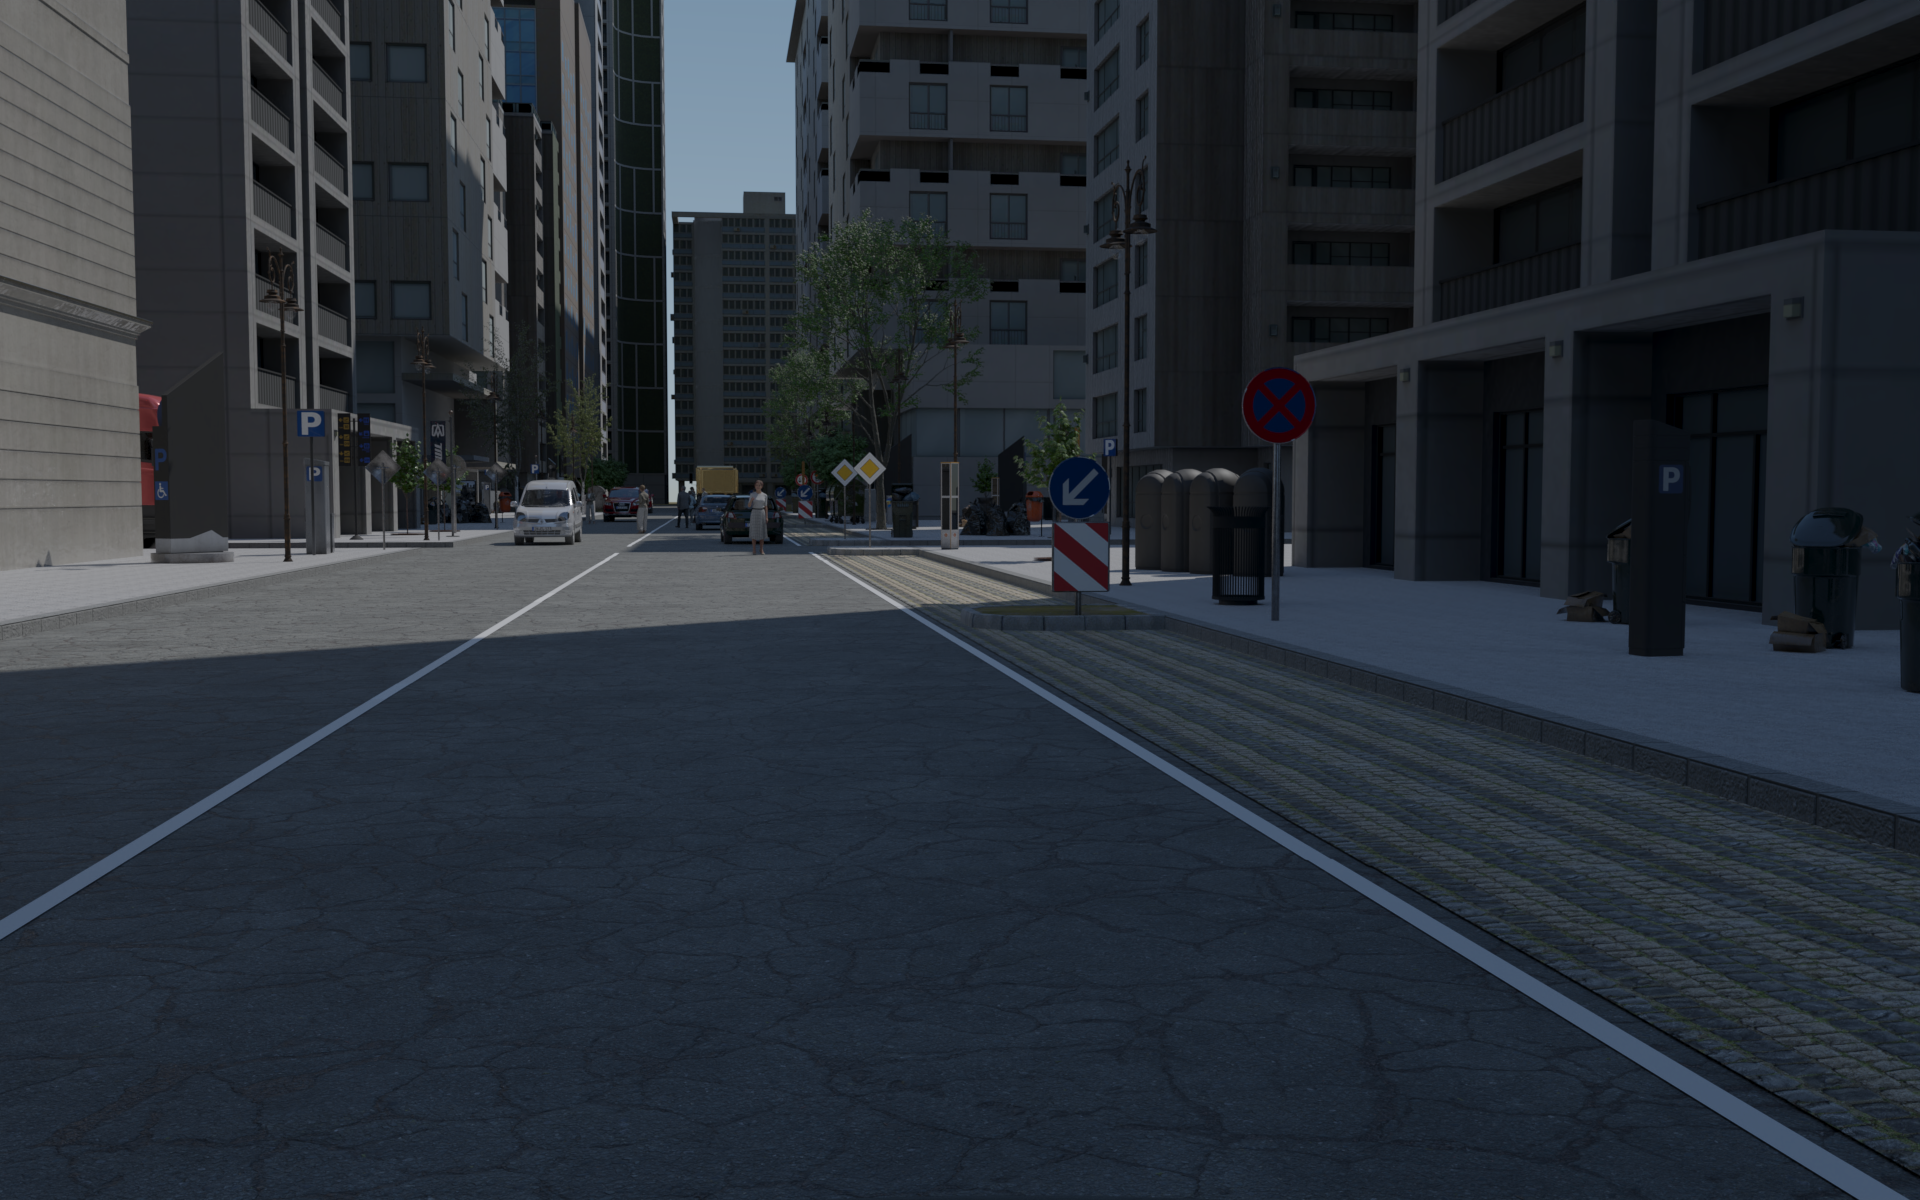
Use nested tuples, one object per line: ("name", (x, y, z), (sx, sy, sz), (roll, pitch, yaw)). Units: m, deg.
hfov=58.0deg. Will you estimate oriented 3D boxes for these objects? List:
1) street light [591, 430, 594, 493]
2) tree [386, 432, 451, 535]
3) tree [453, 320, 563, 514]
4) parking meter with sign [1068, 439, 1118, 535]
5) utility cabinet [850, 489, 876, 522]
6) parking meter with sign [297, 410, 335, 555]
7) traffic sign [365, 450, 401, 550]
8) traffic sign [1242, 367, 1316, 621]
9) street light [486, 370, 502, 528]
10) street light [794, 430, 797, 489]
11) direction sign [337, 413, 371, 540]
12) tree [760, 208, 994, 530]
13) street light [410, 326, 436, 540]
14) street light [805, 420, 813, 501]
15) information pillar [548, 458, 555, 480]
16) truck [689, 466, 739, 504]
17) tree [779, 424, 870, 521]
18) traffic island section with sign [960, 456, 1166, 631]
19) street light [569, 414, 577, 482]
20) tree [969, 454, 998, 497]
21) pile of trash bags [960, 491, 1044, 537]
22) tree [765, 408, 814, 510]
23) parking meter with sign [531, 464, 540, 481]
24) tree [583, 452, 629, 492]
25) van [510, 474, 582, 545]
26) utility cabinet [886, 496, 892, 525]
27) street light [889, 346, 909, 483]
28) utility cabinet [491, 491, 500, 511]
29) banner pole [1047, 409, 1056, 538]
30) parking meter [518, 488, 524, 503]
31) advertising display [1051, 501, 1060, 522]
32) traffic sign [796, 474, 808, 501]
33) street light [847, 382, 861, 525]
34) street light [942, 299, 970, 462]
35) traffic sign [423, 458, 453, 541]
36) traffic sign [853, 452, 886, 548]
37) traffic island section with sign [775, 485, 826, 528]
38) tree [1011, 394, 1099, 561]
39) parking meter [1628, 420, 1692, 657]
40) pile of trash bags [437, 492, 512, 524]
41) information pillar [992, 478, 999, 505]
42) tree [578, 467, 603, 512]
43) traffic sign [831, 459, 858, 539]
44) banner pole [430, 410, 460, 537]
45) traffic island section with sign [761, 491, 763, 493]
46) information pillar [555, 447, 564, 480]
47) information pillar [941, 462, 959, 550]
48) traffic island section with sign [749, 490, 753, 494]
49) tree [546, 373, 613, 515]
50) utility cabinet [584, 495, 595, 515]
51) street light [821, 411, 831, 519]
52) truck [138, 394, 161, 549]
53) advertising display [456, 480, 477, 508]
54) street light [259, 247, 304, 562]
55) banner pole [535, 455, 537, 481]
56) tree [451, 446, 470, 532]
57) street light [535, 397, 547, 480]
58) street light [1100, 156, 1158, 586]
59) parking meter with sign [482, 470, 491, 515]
("street light", (-24.475, -8.711, 115.205), (0.468, 5.910, 1.993), (0, 4, -8))
("tree", (-17.156, -3.641, 54.128), (1.663, 3.219, 1.824), (0, 3, 0))
("tree", (-18.826, -7.464, 72.401), (4.360, 8.622, 3.978), (0, 3, 0))
("parking meter with sign", (4.127, -3.544, 54.201), (1.738, 3.016, 0.543), (-3, 5, -41))
("utility cabinet", (-4.429, -4.302, 79.014), (1.173, 1.500, 0.318), (-1, 4, -15))
("parking meter with sign", (-13.718, -2.493, 37.016), (0.543, 3.016, 1.738), (-1, 4, -12))
("traffic sign", (-13.239, -2.210, 39.772), (0.795, 2.450, 0.064), (0, 4, -8))
("traffic sign", (3.197, -1.063, 17.485), (0.768, 2.556, 0.104), (0, 4, -7))
("street light", (-17.320, -5.612, 64.548), (0.468, 5.910, 1.993), (0, 4, -8))
("street light", (-11.685, -9.185, 122.961), (0.468, 5.910, 1.993), (0, 4, -8))
("direction sign", (-16.949, -3.458, 48.535), (0.876, 3.537, 0.379), (-1, 4, -8))
("tree", (-2.734, -8.327, 61.902), (9.928, 11.665, 9.643), (0, 3, 0))
("street light", (-14.775, -4.587, 47.793), (0.468, 5.910, 1.993), (0, 4, -8))
("street light", (-9.197, -8.130, 105.705), (0.468, 5.910, 1.993), (0, 4, -8))
("information pillar", (-26.611, -7.443, 113.055), (0.504, 3.616, 0.183), (0, 4, 8))
("truck", (-16.659, -7.479, 118.199), (3.469, 3.379, 9.791), (-1, 4, -10))
("tree", (-5.635, -5.993, 81.695), (4.285, 4.588, 4.351), (0, 3, 0))
("traffic island section with sign", (1.048, -0.633, 18.973), (1.989, 1.847, 2.006), (0, 4, -8))
("street light", (-21.964, -7.683, 98.406), (0.468, 5.910, 1.993), (0, 4, -8))
("tree", (1.155, -5.474, 84.104), (1.663, 3.219, 1.824), (0, 3, 0))
("pile of trash bags", (1.501, -2.659, 53.225), (1.912, 1.369, 3.447), (-2, 4, -33))
("tree", (-13.535, -11.546, 139.138), (4.737, 8.622, 4.395), (0, 3, 0))
("parking meter with sign", (-24.562, -6.466, 101.975), (0.543, 3.016, 1.738), (1, 4, 17))
("tree", (-29.240, -9.846, 144.698), (4.285, 4.588, 4.351), (0, 3, 0))
("van", (-11.889, -2.632, 50.051), (2.013, 2.044, 4.112), (0, 4, -8))
("utility cabinet", (-2.939, -3.805, 73.368), (0.306, 1.237, 1.020), (0, 4, -5))
("street light", (-1.903, -4.980, 54.204), (0.468, 5.910, 1.993), (0, 4, -8))
("utility cabinet", (-31.572, -6.636, 117.178), (1.173, 1.500, 0.318), (3, 4, 37))
("banner pole", (2.865, -3.672, 50.051), (0.401, 3.779, 0.863), (-2, 4, -34))
("parking meter", (-18.764, -4.022, 74.173), (0.372, 1.533, 0.369), (0, 3, 0))
("advertising display", (4.455, -4.575, 80.019), (0.123, 1.923, 0.974), (-1, 4, -19))
("traffic sign", (-9.998, -6.686, 109.429), (0.768, 2.556, 0.104), (0, 4, -5))
("street light", (-4.392, -6.049, 71.685), (0.468, 5.910, 1.993), (0, 4, -8))
("street light", (-0.109, -4.184, 41.203), (0.468, 5.910, 1.993), (0, 4, -8))
("traffic sign", (-14.360, -2.693, 47.678), (0.795, 2.450, 0.064), (0, 4, -8))
("traffic sign", (-2.152, -2.304, 41.318), (0.795, 2.450, 0.064), (0, 4, -8))
("traffic island section with sign", (-6.746, -3.990, 73.871), (1.989, 1.847, 2.006), (0, 4, -8))
("tree", (2.036, -2.377, 33.468), (1.663, 3.219, 1.824), (0, 3, 0))
("parking meter", (5.560, -0.492, 13.753), (0.399, 1.863, 0.255), (-1, 4, -16))
("pile of trash bags", (-21.428, -4.097, 76.742), (3.447, 1.369, 1.912), (-3, 5, -44))
("information pillar", (1.584, -4.466, 77.508), (0.304, 2.012, 0.304), (1, 4, 12))
("tree", (-26.590, -7.915, 124.004), (1.663, 3.219, 1.824), (0, 3, 0))
("traffic sign", (-3.274, -2.788, 49.224), (0.795, 2.450, 0.064), (0, 4, -8))
("banner pole", (-15.477, -3.789, 51.961), (0.863, 3.779, 0.401), (0, 4, 1))
("traffic island section with sign", (-10.601, -5.655, 101.079), (1.989, 1.847, 2.006), (0, 4, -8))
("information pillar", (-19.778, -5.789, 86.000), (0.183, 3.616, 0.504), (0, 4, 6))
("information pillar", (-0.234, -2.172, 40.007), (0.304, 2.012, 0.304), (3, 4, 39))
("traffic island section with sign", (-21.366, -10.300, 177.034), (1.989, 1.847, 2.006), (0, 4, -8))
("tree", (-23.155, -9.511, 105.874), (4.737, 8.622, 4.395), (0, 3, 0))
("utility cabinet", (-23.116, -5.926, 108.055), (0.306, 1.237, 1.020), (1, 4, 14))
("street light", (-6.829, -7.081, 88.562), (0.468, 5.910, 1.993), (0, 4, -8))
("truck", (-23.587, -3.200, 41.232), (11.283, 4.237, 2.839), (-1, 4, -8))
("advertising display", (-22.825, -4.575, 80.009), (0.974, 1.923, 0.123), (0, 4, 4))
("street light", (-12.734, -3.661, 32.641), (0.468, 5.910, 1.993), (0, 4, -8))
("banner pole", (-27.311, -7.445, 111.736), (0.401, 3.779, 0.863), (-1, 4, -18))
("tree", (-17.437, -3.934, 58.918), (1.663, 3.219, 1.824), (0, 3, 0))
("street light", (-19.586, -6.627, 81.144), (0.468, 5.910, 1.993), (0, 4, -8))
("street light", (2.324, -3.140, 24.122), (0.468, 5.910, 1.993), (0, 4, -8))
("parking meter with sign", (-29.749, -6.885, 108.834), (0.543, 3.016, 1.738), (-2, 4, -26))
